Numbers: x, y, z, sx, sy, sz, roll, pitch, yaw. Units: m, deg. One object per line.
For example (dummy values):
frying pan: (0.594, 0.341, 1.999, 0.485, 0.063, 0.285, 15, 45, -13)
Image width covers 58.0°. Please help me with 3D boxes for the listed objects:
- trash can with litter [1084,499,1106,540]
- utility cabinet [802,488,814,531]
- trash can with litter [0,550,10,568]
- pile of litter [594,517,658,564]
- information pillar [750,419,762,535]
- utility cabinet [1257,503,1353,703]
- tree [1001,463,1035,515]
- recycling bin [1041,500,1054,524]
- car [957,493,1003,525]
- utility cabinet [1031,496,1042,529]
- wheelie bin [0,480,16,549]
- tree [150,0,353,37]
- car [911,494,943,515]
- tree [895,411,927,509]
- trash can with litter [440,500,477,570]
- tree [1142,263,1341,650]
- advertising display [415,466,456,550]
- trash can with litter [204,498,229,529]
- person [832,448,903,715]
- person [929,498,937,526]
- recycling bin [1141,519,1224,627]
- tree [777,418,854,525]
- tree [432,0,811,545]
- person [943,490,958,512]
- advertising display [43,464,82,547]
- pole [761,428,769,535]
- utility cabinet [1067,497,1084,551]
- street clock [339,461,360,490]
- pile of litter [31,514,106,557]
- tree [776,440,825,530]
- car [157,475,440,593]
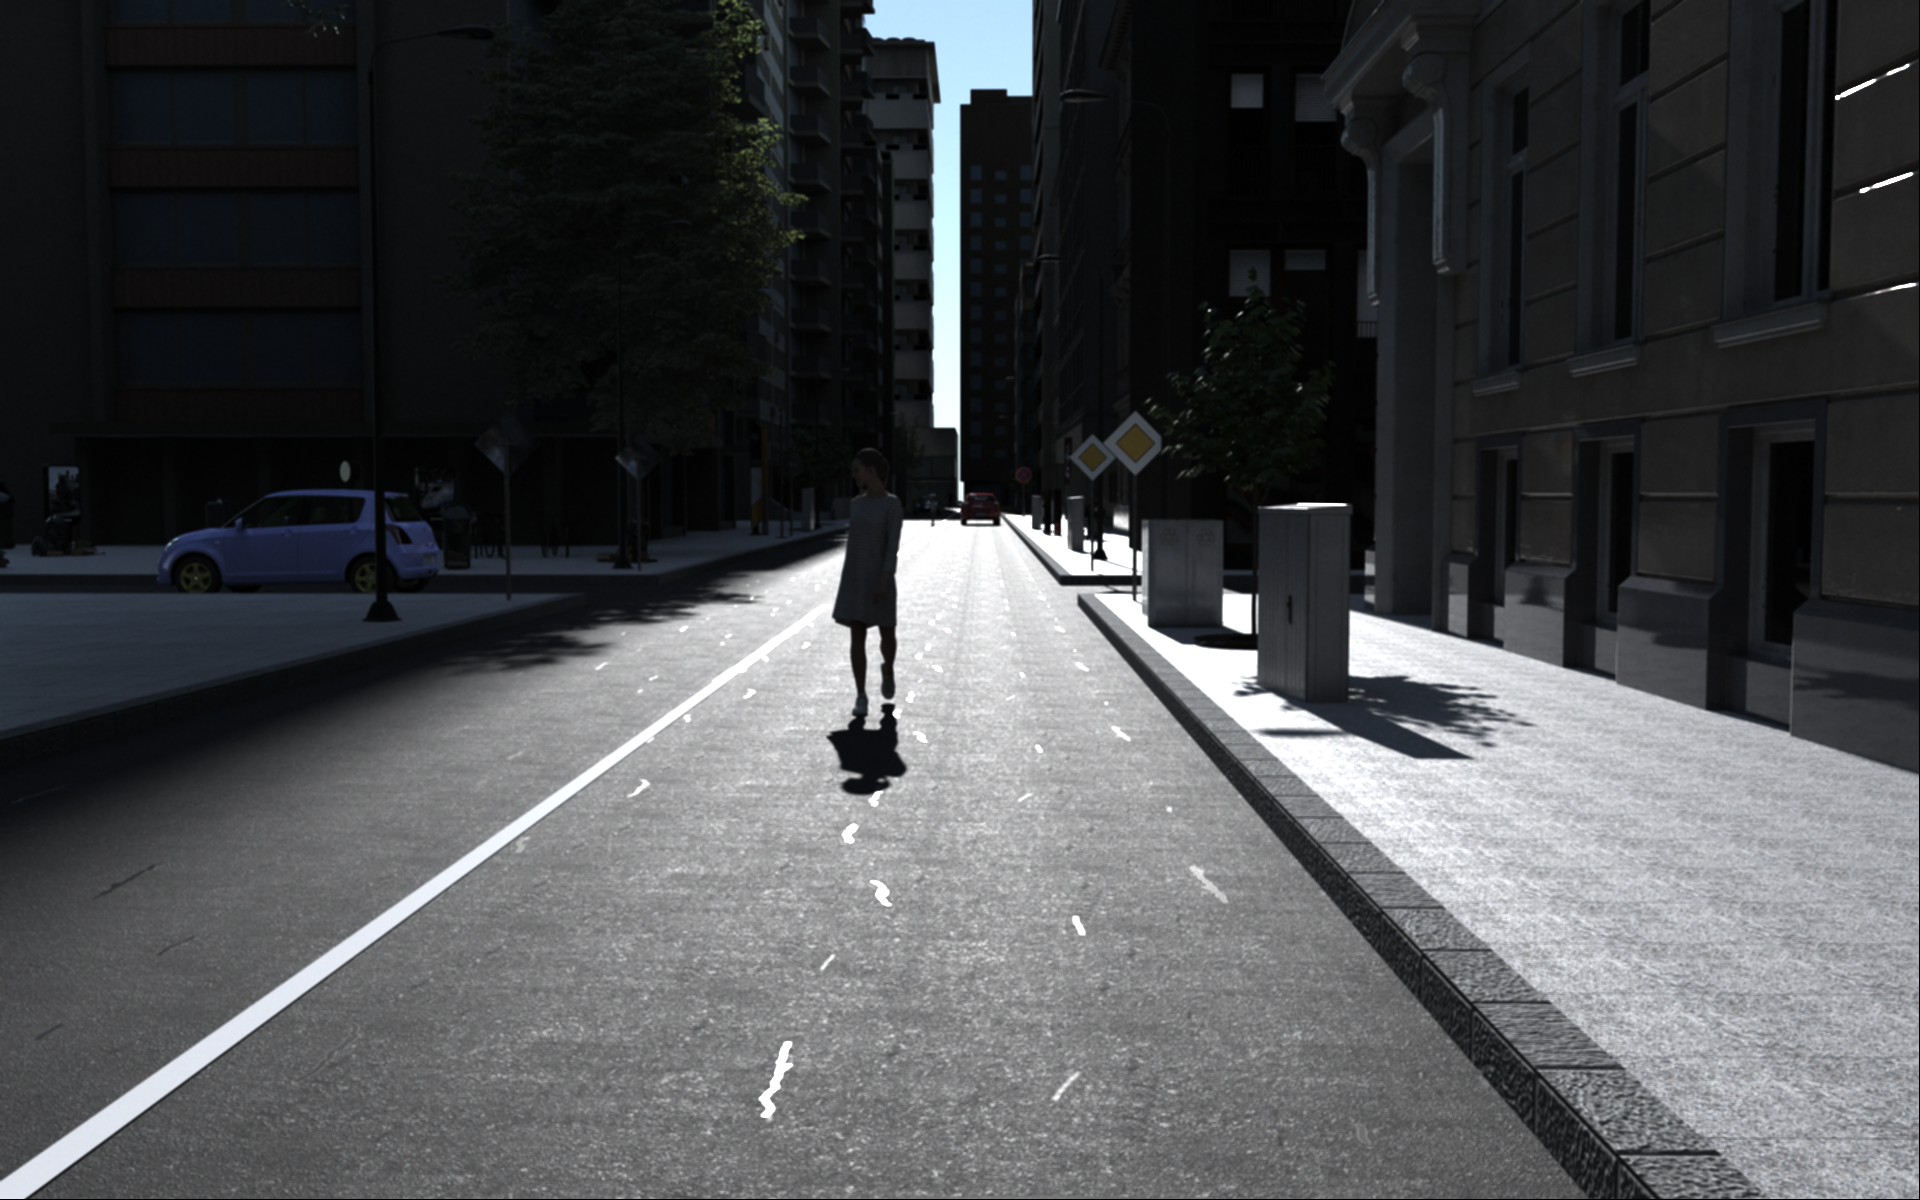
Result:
trash can with litter: (3.546, -2.267, 48.459, 1.055, 1.170, 0.624, 2, 4, 30)
utility cabinet: (-5.194, -3.084, 59.095, 0.318, 1.500, 1.173, 0, 4, 2)
trash can with litter: (-16.890, -1.126, 29.793, 0.624, 1.170, 1.055, 0, 4, 0)
pile of litter: (-6.313, -1.146, 32.701, 1.176, 0.858, 1.719, -1, 4, -10)
information pillar: (-6.324, -3.843, 54.189, 0.504, 3.616, 0.183, -1, 4, -20)
utility cabinet: (2.186, 0.003, 11.109, 0.306, 1.237, 1.020, 0, 4, -7)
tree: (3.860, -7.584, 118.594, 1.663, 3.219, 1.824, 0, 3, 0)
recycling bin: (3.764, -3.822, 75.051, 0.722, 1.027, 0.722, 1, 4, 11)
car: (0.944, -4.420, 81.315, 2.155, 1.783, 4.494, 0, 4, -1)
utility cabinet: (2.818, -3.206, 63.577, 0.306, 1.237, 1.020, 0, 4, 8)
wheelie bin: (-22.460, -1.981, 40.302, 0.980, 1.594, 0.693, 1, 4, 23)
tree: (-6.872, -6.065, 9.533, 12.009, 13.543, 11.850, 0, 3, 0)
car: (-2.243, -6.519, 118.388, 2.131, 1.459, 4.920, 0, 4, 0)
tree: (-4.634, -12.345, 152.205, 4.737, 8.622, 4.395, 0, 3, 0)
trash can with litter: (-8.600, -1.127, 29.810, 0.624, 1.170, 1.055, -1, 4, -19)
tree: (2.375, -1.229, 14.696, 1.663, 3.219, 1.824, 0, 3, 0)
advertising display: (-12.042, -2.116, 39.809, 0.123, 1.923, 0.974, 3, 5, 41)
trash can with litter: (-14.767, -1.468, 35.065, 2.233, 1.210, 1.678, 1, 4, 12)
person: (-0.596, -0.138, 11.511, 0.466, 1.731, 0.760, 0, 4, 4)
person: (-1.220, -4.003, 78.628, 0.352, 1.250, 0.332, 0, 4, -7)
recycling bin: (2.174, -0.271, 16.989, 0.722, 1.027, 0.722, 0, 3, 0)
tree: (-6.016, -5.464, 73.051, 4.285, 4.588, 4.351, 0, 3, 0)
tree: (-6.934, -7.207, 35.967, 7.486, 12.596, 7.792, 0, 3, 0)
person: (-0.754, -7.930, 138.672, 1.217, 1.766, 0.721, 0, 4, 4)
advertising display: (-19.541, -1.989, 37.727, 0.123, 1.923, 0.974, 1, 4, 14)
pole: (-6.071, -3.673, 53.889, 0.158, 3.312, 0.155, 0, 3, 0)
utility cabinet: (2.630, -1.738, 39.581, 0.306, 1.237, 1.020, 0, 4, -2)
street clock: (-13.201, -2.014, 37.501, 0.471, 2.002, 0.358, 3, 5, 41)
pile of litter: (-18.593, -1.356, 36.132, 1.176, 0.858, 1.719, 2, 4, 29)
tree: (-5.546, -4.105, 61.714, 1.663, 3.219, 1.824, 0, 3, 0)
car: (-9.228, -0.893, 24.186, 3.694, 1.707, 1.945, 0, 4, 0)
